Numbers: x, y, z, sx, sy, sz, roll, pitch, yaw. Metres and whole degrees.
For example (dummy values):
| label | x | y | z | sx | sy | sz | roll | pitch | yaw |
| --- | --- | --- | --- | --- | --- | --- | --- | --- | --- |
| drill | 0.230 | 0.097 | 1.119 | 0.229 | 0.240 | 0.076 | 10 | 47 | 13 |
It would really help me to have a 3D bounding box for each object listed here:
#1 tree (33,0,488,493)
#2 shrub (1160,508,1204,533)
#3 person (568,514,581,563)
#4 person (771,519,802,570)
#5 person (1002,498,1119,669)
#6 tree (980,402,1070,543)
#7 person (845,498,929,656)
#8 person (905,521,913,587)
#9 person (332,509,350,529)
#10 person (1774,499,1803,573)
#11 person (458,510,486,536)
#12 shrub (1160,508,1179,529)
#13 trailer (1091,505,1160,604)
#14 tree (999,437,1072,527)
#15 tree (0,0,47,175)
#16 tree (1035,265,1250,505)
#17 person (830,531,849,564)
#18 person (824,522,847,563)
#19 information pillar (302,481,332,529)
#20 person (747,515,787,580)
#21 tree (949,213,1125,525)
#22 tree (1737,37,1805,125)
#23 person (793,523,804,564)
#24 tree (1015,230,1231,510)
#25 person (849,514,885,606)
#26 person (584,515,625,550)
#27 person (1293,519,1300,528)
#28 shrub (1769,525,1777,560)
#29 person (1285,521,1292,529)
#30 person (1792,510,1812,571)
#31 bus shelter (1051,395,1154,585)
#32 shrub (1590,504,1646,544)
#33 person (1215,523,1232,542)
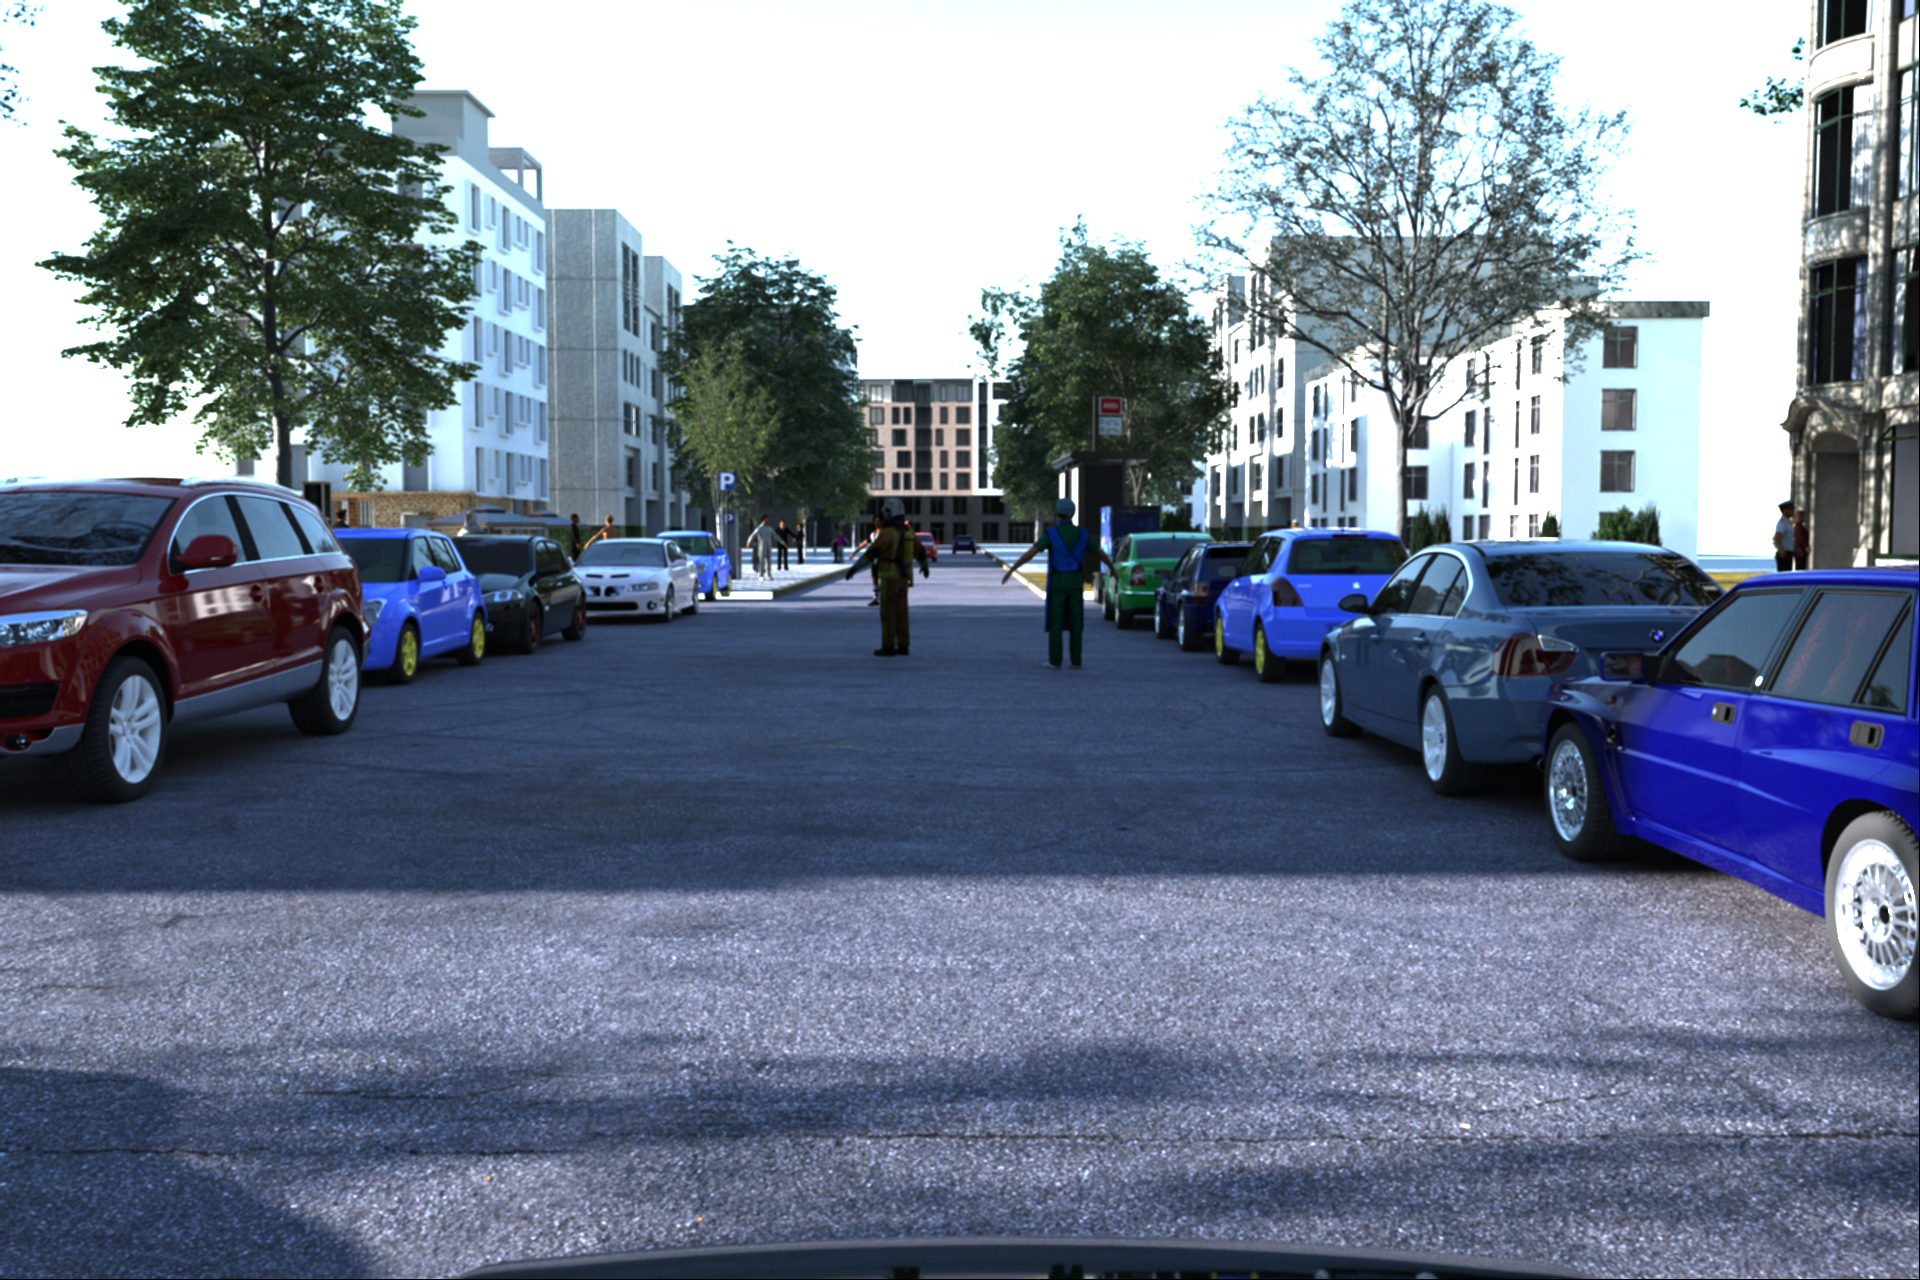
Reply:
| label | x | y | z | sx | sy | sz | roll | pitch | yaw |
| --- | --- | --- | --- | --- | --- | --- | --- | --- | --- |
| tree | -12.659 | -6.915 | 31.182 | 7.486 | 12.596 | 7.792 | 0 | 3 | 0 |
| shrub | 6.044 | -2.692 | 48.431 | 1.690 | 2.028 | 1.600 | 0 | 3 | 0 |
| person | -9.877 | -2.344 | 44.554 | 0.704 | 1.802 | 1.346 | -1 | 4 | -13 |
| person | -6.260 | -3.362 | 61.160 | 1.347 | 1.806 | 0.705 | -1 | 4 | -13 |
| person | 1.108 | -0.605 | 18.482 | 1.347 | 1.817 | 0.704 | -1 | 4 | -19 |
| tree | 6.536 | -14.537 | 144.329 | 9.857 | 13.997 | 8.962 | 0 | 3 | 0 |
| person | -0.794 | -0.748 | 20.452 | 0.705 | 1.858 | 1.354 | 3 | 5 | 42 |
| person | -1.405 | -2.331 | 46.848 | 0.705 | 1.796 | 1.348 | 0 | 4 | -8 |
| person | -13.840 | -2.015 | 38.874 | 1.347 | 1.837 | 0.705 | 2 | 4 | 27 |
| person | 13.455 | -1.369 | 28.179 | 0.704 | 1.855 | 1.343 | 3 | 4 | 37 |
| person | -9.439 | -1.618 | 33.222 | 1.217 | 1.736 | 0.721 | 2 | 4 | 33 |
| shrub | 6.134 | -2.925 | 51.869 | 1.661 | 2.075 | 1.752 | 0 | 3 | 0 |
| trailer | 3.502 | -1.798 | 36.445 | 1.471 | 1.999 | 3.904 | 0 | 3 | 0 |
| tree | 6.877 | -11.717 | 125.979 | 8.767 | 10.594 | 7.601 | -1 | 4 | -23 |
| tree | -11.751 | -6.281 | 13.064 | 12.009 | 13.543 | 11.850 | 0 | 3 | 0 |
| tree | 6.324 | -7.641 | 59.336 | 8.767 | 10.594 | 7.601 | 3 | 5 | 43 |
| person | -5.123 | -3.954 | 73.907 | 0.991 | 1.433 | 0.599 | 2 | 4 | 29 |
| person | -5.421 | -4.297 | 76.380 | 1.348 | 1.813 | 0.705 | 3 | 4 | 38 |
| information pillar | -9.010 | -1.212 | 24.312 | 0.304 | 2.012 | 0.304 | 0 | 4 | -1 |
| person | -5.445 | -2.592 | 48.565 | 1.347 | 1.806 | 0.705 | -3 | 5 | -41 |
| tree | 5.711 | -15.222 | 104.762 | 12.611 | 20.169 | 13.585 | 0 | 3 | 0 |
| tree | 27.841 | -11.732 | 47.710 | 12.611 | 20.169 | 13.585 | 0 | 3 | 0 |
| person | -6.829 | -4.066 | 73.192 | 0.721 | 1.740 | 1.216 | 1 | 4 | 11 |
| tree | 7.059 | -10.176 | 73.036 | 9.857 | 13.997 | 8.962 | 0 | 3 | 0 |
| person | -1.608 | -1.579 | 34.414 | 1.345 | 1.843 | 0.704 | 2 | 4 | 34 |
| person | -8.458 | -2.128 | 41.589 | 1.217 | 1.733 | 0.721 | -3 | 5 | -42 |
| person | 11.005 | -3.106 | 57.255 | 0.721 | 1.772 | 1.216 | 1 | 4 | 9 |
| shrub | 28.015 | -3.274 | 57.957 | 1.690 | 2.028 | 1.600 | 0 | 3 | 0 |
| person | 13.453 | -3.953 | 70.767 | 1.346 | 1.812 | 0.704 | 1 | 4 | 16 |
| person | 16.003 | -1.591 | 32.820 | 0.721 | 1.729 | 1.215 | 1 | 4 | 21 |
| bus shelter | 3.736 | -4.301 | 47.948 | 2.179 | 5.291 | 8.768 | 0 | 4 | -2 |
| shrub | 17.310 | -2.527 | 45.362 | 1.661 | 2.075 | 1.752 | 0 | 3 | 0 |
| person | 11.920 | -4.382 | 77.914 | 0.705 | 1.796 | 1.348 | -2 | 4 | -24 |
